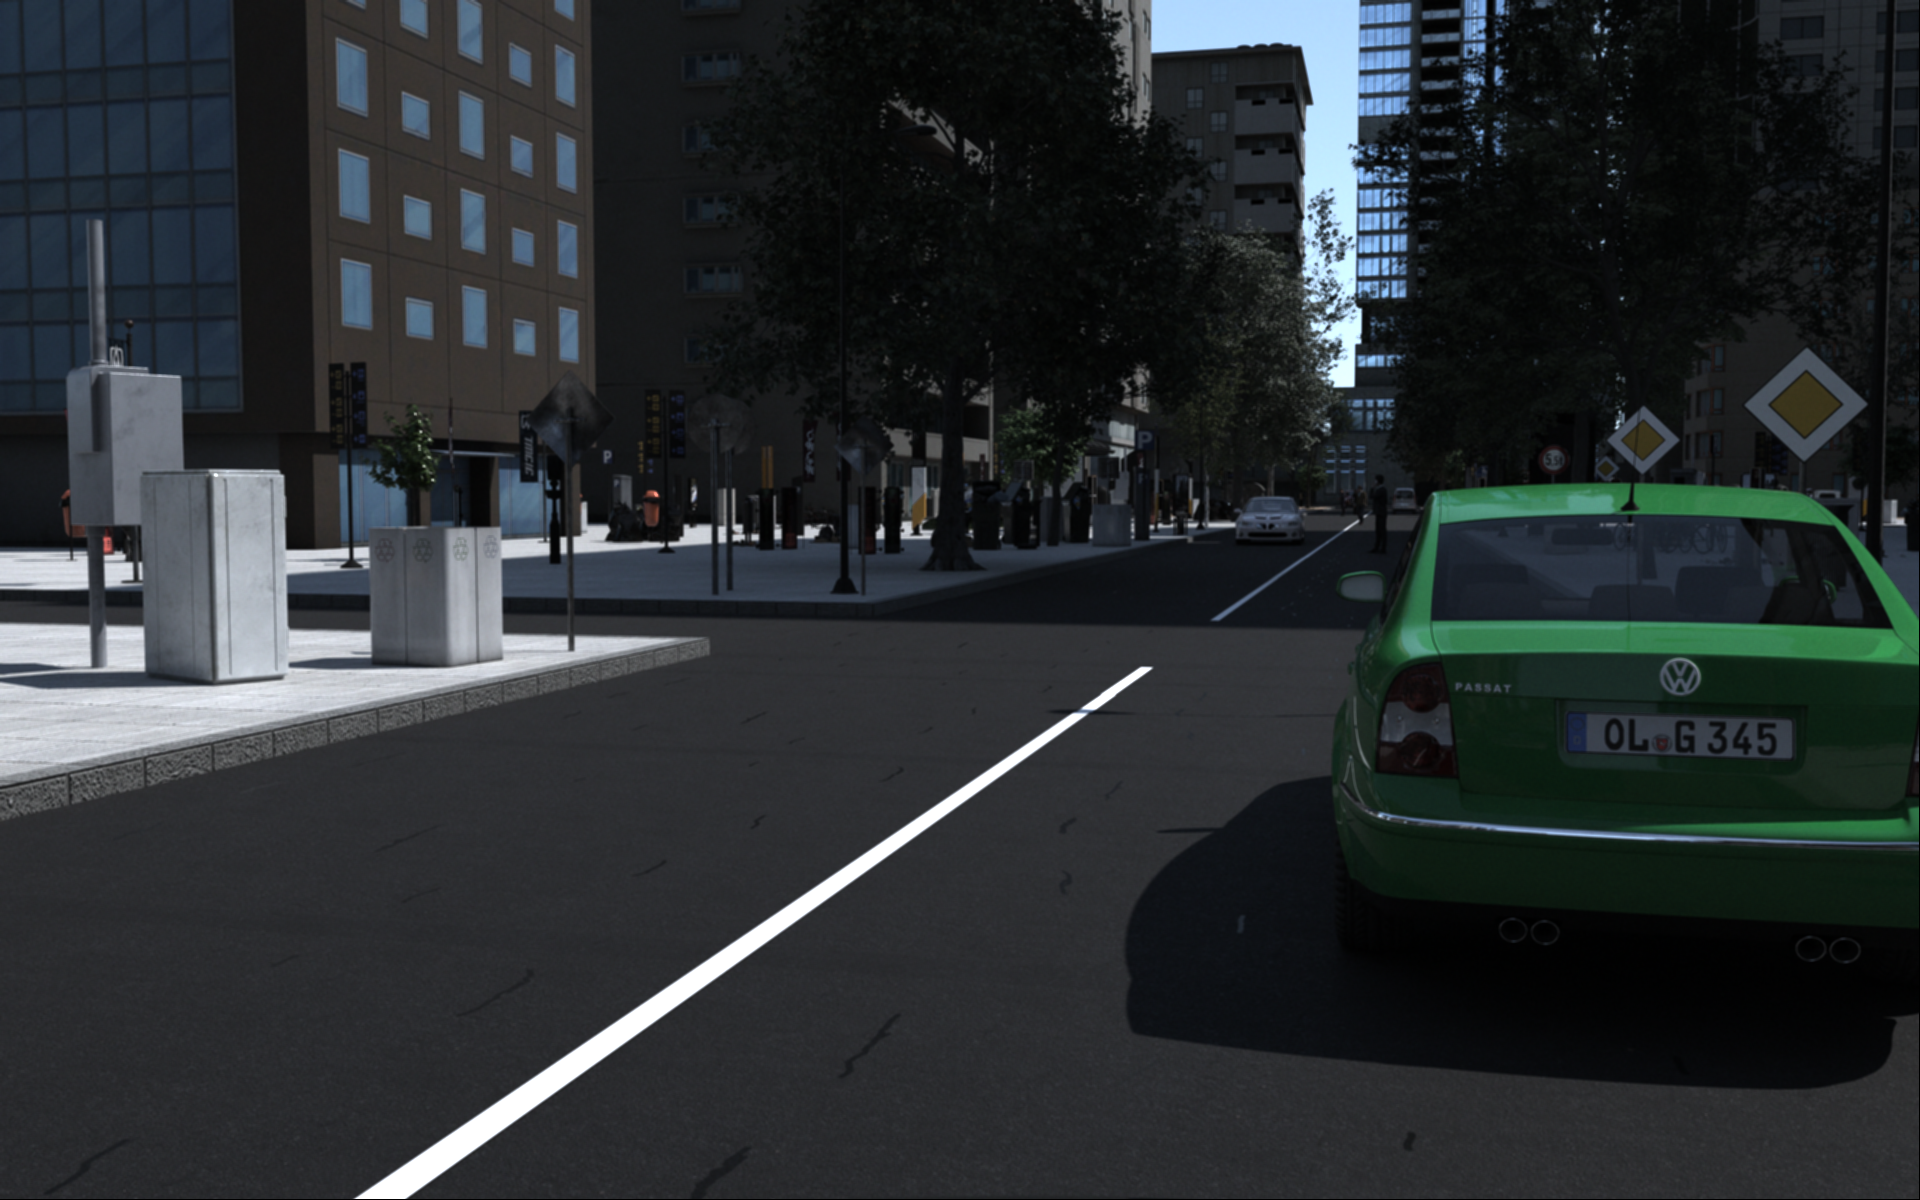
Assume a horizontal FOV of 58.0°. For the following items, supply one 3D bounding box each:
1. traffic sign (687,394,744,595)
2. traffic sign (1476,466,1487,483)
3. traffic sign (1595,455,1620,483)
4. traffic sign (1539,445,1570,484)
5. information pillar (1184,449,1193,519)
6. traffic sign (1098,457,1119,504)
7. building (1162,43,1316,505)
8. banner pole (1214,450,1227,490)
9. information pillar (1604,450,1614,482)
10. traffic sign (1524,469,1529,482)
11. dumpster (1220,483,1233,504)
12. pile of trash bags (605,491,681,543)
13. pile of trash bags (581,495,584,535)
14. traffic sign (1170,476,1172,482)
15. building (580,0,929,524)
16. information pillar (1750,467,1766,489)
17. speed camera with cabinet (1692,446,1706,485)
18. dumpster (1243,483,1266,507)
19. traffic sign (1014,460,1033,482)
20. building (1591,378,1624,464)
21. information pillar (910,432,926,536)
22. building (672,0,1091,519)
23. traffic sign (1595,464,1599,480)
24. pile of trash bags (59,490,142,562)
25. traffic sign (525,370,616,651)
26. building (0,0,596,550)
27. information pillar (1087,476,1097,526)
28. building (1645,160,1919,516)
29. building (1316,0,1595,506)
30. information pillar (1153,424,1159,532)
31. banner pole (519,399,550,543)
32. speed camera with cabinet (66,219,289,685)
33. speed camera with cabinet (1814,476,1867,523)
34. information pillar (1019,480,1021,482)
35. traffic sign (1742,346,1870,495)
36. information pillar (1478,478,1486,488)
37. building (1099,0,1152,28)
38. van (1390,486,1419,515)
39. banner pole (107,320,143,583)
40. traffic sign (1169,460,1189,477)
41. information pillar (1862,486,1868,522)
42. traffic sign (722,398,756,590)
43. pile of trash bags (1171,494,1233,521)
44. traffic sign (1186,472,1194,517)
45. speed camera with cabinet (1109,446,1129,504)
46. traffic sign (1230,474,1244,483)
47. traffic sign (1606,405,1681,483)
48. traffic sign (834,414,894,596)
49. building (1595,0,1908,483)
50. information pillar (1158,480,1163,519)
[{"bbox_3d":[-3.116,-1.338,21.981,0.768,2.556,0.104,1,4,15],"label":"traffic sign"},{"bbox_3d":[23.684,-4.779,78.241,0.768,2.556,0.104,1,4,16],"label":"traffic sign"},{"bbox_3d":[19.195,-3.079,51.525,0.795,2.450,0.064,1,4,16],"label":"traffic sign"},{"bbox_3d":[15.489,-2.759,45.215,0.768,2.556,0.104,1,4,18],"label":"traffic sign"},{"bbox_3d":[11.694,-5.955,88.723,0.504,3.616,0.183,-2,4,-26],"label":"information pillar"},{"bbox_3d":[4.097,-2.796,47.850,0.606,2.300,0.079,1,4,20],"label":"traffic sign"},{"bbox_3d":[29.330,-37.734,206.191,27.495,52.752,28.713,1,4,14],"label":"building"},{"bbox_3d":[14.435,-6.451,95.490,0.863,3.779,0.401,1,4,15],"label":"banner pole"},{"bbox_3d":[32.362,-5.812,86.381,0.504,3.616,0.183,2,4,35],"label":"information pillar"},{"bbox_3d":[28.572,-5.354,87.641,0.768,2.556,0.104,1,4,23],"label":"traffic sign"},{"bbox_3d":[14.795,-5.399,94.027,1.264,1.857,1.865,1,4,14],"label":"dumpster"},{"bbox_3d":[-8.412,-2.239,46.363,1.912,1.369,3.447,-1,4,-17],"label":"pile of trash bags"},{"bbox_3d":[-13.233,-2.757,54.833,3.447,1.369,1.912,2,4,33],"label":"pile of trash bags"},{"bbox_3d":[11.867,-5.796,94.868,0.768,2.556,0.104,1,4,22],"label":"traffic sign"},{"bbox_3d":[-11.105,-28.213,84.988,21.300,48.544,21.600,1,4,14],"label":"building"},{"bbox_3d":[21.851,-2.630,47.489,0.304,2.012,0.304,-3,5,-41],"label":"information pillar"},{"bbox_3d":[29.918,-4.651,70.379,0.660,3.252,2.038,2,4,27],"label":"speed camera with cabinet"},{"bbox_3d":[14.924,-5.061,88.501,1.264,1.857,1.865,1,4,14],"label":"dumpster"},{"bbox_3d":[1.894,-3.051,52.019,0.606,2.300,0.079,1,4,20],"label":"traffic sign"},{"bbox_3d":[86.951,-53.494,187.294,31.000,86.520,22.319,1,4,14],"label":"building"},{"bbox_3d":[-1.277,-3.798,53.457,0.504,3.616,0.183,2,4,32],"label":"information pillar"},{"bbox_3d":[-3.919,-29.785,110.683,21.300,48.544,21.600,1,4,14],"label":"building"},{"bbox_3d":[25.957,-4.358,71.366,0.768,2.556,0.104,1,4,16],"label":"traffic sign"},{"bbox_3d":[-15.707,-1.453,33.501,3.447,1.369,1.912,0,4,3],"label":"pile of trash bags"},{"bbox_3d":[-3.171,-0.639,14.084,0.795,2.450,0.064,1,4,14],"label":"traffic sign"},{"bbox_3d":[-19.536,-24.245,46.510,14.600,45.320,14.200,1,4,14],"label":"building"},{"bbox_3d":[5.253,-3.958,69.199,0.304,2.012,0.304,2,4,34],"label":"information pillar"},{"bbox_3d":[60.630,-16.304,111.604,27.650,21.520,28.899,1,4,14],"label":"building"},{"bbox_3d":[56.735,-53.918,194.238,31.000,86.520,22.319,1,4,14],"label":"building"},{"bbox_3d":[6.579,-4.071,57.921,0.183,3.616,0.504,0,4,-1],"label":"information pillar"},{"bbox_3d":[-11.223,-3.411,45.779,0.863,3.779,0.401,-1,4,-9],"label":"banner pole"},{"bbox_3d":[-5.595,-1.100,12.318,2.038,3.252,0.660,3,4,38],"label":"speed camera with cabinet"},{"bbox_3d":[38.933,-5.029,76.563,2.038,3.252,0.660,1,4,18],"label":"speed camera with cabinet"},{"bbox_3d":[2.831,-5.508,81.412,0.183,3.616,0.504,-1,4,-13],"label":"information pillar"},{"bbox_3d":[5.740,-0.500,11.824,0.795,2.450,0.064,1,4,14],"label":"traffic sign"},{"bbox_3d":[23.411,-4.479,77.727,0.304,2.012,0.304,1,4,11],"label":"information pillar"},{"bbox_3d":[1.404,-34.117,147.046,27.495,52.752,28.713,1,4,14],"label":"building"},{"bbox_3d":[31.211,-7.013,121.668,2.013,2.044,4.112,1,4,14],"label":"van"},{"bbox_3d":[-11.925,-2.123,24.731,0.401,3.779,0.863,0,4,0],"label":"banner pole"},{"bbox_3d":[8.055,-3.900,63.875,0.768,2.556,0.104,1,4,19],"label":"traffic sign"},{"bbox_3d":[41.576,-5.384,79.376,0.183,3.616,0.504,-3,5,-43],"label":"information pillar"},{"bbox_3d":[-3.072,-1.403,23.037,0.768,2.556,0.104,1,4,20],"label":"traffic sign"},{"bbox_3d":[11.860,-4.540,83.986,3.447,1.369,1.912,-1,4,-9],"label":"pile of trash bags"},{"bbox_3d":[11.728,-5.475,89.620,0.768,2.556,0.104,1,4,17],"label":"traffic sign"},{"bbox_3d":[6.602,-4.772,72.350,0.660,3.252,2.038,0,4,-4],"label":"speed camera with cabinet"},{"bbox_3d":[14.521,-5.558,90.985,0.768,2.556,0.104,1,4,19],"label":"traffic sign"},{"bbox_3d":[7.693,-0.974,19.567,0.795,2.450,0.064,1,4,14],"label":"traffic sign"},{"bbox_3d":[-1.218,-1.112,21.827,0.795,2.450,0.064,1,4,14],"label":"traffic sign"},{"bbox_3d":[62.373,-42.644,135.473,20.563,71.187,20.611,1,4,14],"label":"building"},{"bbox_3d":[10.234,-5.162,88.883,0.304,2.012,0.304,-1,4,-11],"label":"information pillar"}]
